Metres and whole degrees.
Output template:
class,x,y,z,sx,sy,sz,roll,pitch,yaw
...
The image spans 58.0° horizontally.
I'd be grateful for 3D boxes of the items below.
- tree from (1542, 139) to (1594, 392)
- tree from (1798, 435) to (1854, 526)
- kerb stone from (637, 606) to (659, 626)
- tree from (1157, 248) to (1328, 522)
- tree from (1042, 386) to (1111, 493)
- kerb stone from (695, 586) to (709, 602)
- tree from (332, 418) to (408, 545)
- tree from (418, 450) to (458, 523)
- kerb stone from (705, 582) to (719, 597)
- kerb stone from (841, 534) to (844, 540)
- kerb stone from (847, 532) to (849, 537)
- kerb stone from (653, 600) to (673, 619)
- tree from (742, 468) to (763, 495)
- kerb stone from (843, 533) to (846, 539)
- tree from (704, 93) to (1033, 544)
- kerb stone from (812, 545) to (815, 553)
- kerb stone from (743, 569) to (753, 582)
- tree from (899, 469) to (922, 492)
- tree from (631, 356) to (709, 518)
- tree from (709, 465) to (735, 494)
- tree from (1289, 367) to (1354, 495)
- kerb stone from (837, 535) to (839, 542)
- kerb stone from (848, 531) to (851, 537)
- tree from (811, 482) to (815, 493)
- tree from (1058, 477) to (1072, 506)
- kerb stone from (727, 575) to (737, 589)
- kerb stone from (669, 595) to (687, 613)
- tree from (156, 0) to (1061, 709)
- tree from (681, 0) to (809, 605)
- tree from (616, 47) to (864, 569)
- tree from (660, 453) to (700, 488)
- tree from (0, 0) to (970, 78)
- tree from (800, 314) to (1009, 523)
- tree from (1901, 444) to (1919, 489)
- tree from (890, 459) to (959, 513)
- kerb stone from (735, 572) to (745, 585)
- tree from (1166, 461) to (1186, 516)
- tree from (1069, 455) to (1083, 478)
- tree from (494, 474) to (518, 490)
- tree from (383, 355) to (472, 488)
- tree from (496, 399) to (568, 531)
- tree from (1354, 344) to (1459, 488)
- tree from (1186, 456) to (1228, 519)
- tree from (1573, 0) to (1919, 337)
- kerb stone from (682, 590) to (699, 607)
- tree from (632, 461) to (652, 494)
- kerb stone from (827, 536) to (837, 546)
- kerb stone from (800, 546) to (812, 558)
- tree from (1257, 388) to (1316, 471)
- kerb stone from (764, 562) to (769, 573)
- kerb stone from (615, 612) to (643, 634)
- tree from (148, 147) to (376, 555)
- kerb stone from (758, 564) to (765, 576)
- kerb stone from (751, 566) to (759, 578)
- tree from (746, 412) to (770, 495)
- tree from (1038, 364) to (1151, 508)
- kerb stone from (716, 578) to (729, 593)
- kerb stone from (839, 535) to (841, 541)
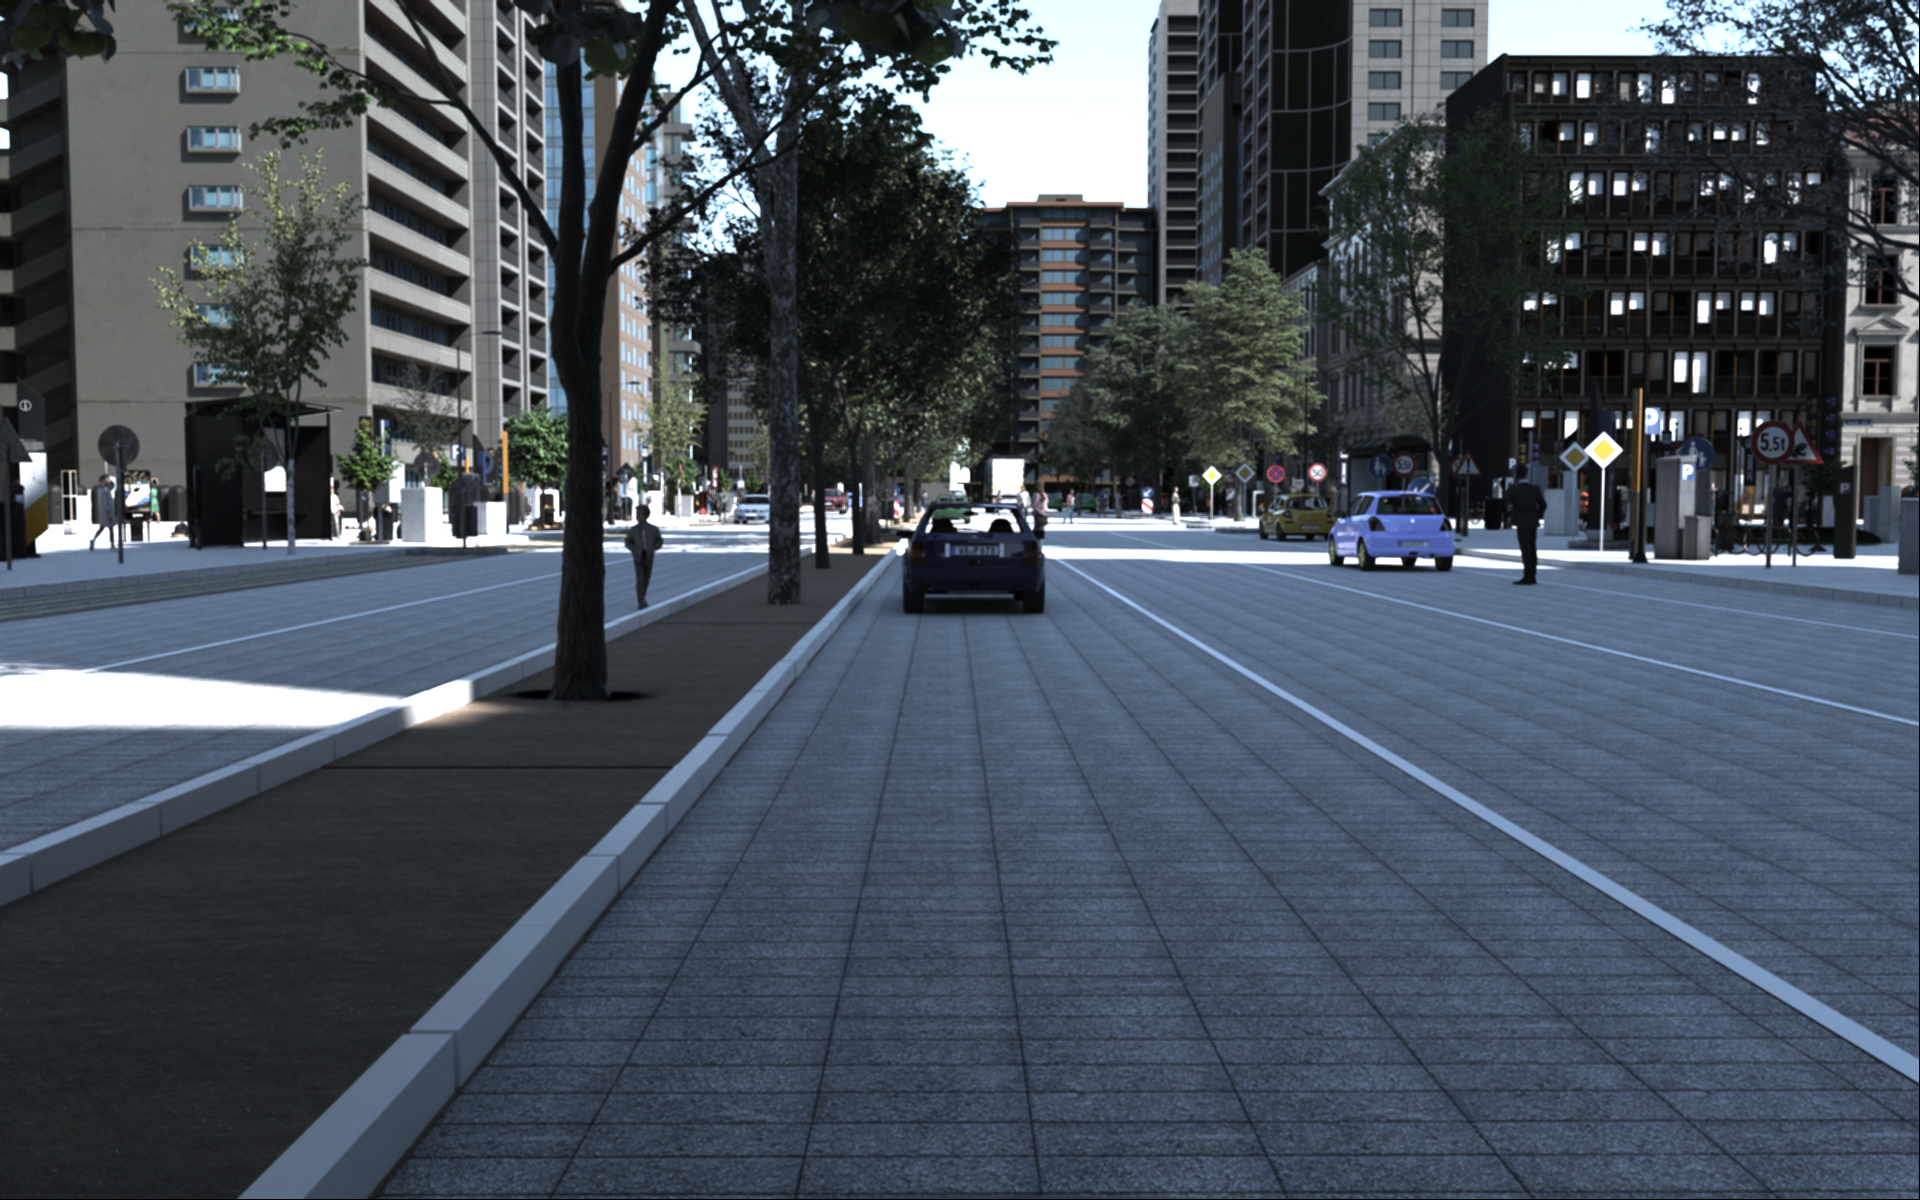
class,x,y,z,sx,sy,sz,roll,pitch,yaw
tree,13.123,-7.414,46.974,9.928,11.665,9.643,0,3,0
tree,26.938,-3.643,54.169,1.663,3.219,1.824,0,3,0
kerb stone,-3.468,0.197,18.973,0.120,0.150,1.000,0,4,0
tree,12.977,-9.886,79.771,7.486,12.596,7.792,0,3,0
tree,12.451,-16.017,180.012,7.486,12.596,7.792,0,3,0
kerb stone,-3.504,-0.054,23.079,0.120,0.150,1.000,0,4,0
tree,-15.174,-3.023,44.028,1.663,3.219,1.824,0,3,0
tree,-22.566,-4.975,75.937,1.663,3.219,1.824,0,3,0
kerb stone,-3.512,-0.117,24.101,0.120,0.150,1.000,0,4,0
kerb stone,-3.715,-1.873,52.823,0.120,0.150,1.000,0,4,0
kerb stone,-3.742,-2.058,55.894,0.120,0.150,1.000,0,4,0
kerb stone,-3.479,0.136,19.995,0.120,0.150,1.000,0,4,0
tree,-15.334,-8.083,126.764,1.663,3.219,1.824,0,3,0
kerb stone,-3.726,-1.935,53.846,0.120,0.150,1.000,0,4,0
tree,-2.631,-7.953,49.504,9.611,12.733,9.660,0,3,0
kerb stone,-3.633,-1.178,41.543,0.120,0.150,1.000,0,4,0
kerb stone,-3.533,-0.366,28.202,0.120,0.150,1.000,0,4,0
tree,-3.250,-11.241,136.611,4.360,8.622,3.978,0,3,0
tree,-15.046,-8.621,91.324,4.737,8.622,4.395,0,3,0
tree,-15.801,-7.370,115.104,1.663,3.219,1.824,0,3,0
tree,20.523,-9.078,98.784,4.360,8.622,3.978,0,3,0
kerb stone,-3.699,-1.747,50.773,0.120,0.150,1.000,0,4,0
kerb stone,-3.756,-2.124,56.919,0.120,0.150,1.000,0,4,0
tree,-16.679,-12.696,202.182,1.663,3.219,1.824,0,3,0
tree,11.735,-11.912,189.359,1.663,3.219,1.824,0,3,0
kerb stone,-3.519,-0.242,26.150,0.120,0.150,1.000,0,4,0
kerb stone,-3.479,0.072,21.017,0.120,0.150,1.000,0,4,0
tree,-2.539,-5.101,11.621,9.928,11.665,9.643,0,3,0
tree,-3.497,-10.053,22.706,12.611,20.169,13.585,0,3,0
tree,-2.610,-5.891,33.192,8.767,10.594,7.601,0,4,0
tree,-21.694,-9.161,133.490,4.285,4.588,4.351,0,3,0
tree,-1.924,-5.627,1.120,9.857,13.997,8.962,0,3,0
tree,-2.652,-10.584,85.879,12.009,13.543,11.850,0,3,0
tree,20.772,-2.557,36.410,1.663,3.219,1.824,0,3,0
tree,-3.186,-12.807,129.978,7.486,12.596,7.792,0,3,0
kerb stone,-3.531,-0.304,27.172,0.120,0.150,1.000,0,4,0
tree,12.685,-6.451,100.073,1.663,3.219,1.824,0,3,0
tree,11.828,-16.996,212.292,7.601,10.594,8.767,-1,4,-14
tree,-28.203,-6.859,106.752,1.663,3.219,1.824,0,3,0
tree,-28.413,-8.680,92.281,4.360,8.622,3.978,0,3,0
tree,-14.457,-4.662,59.931,4.285,4.588,4.351,0,3,0
tree,21.801,-8.167,83.893,4.360,8.622,3.978,0,3,0
tree,12.793,-5.714,88.021,1.663,3.219,1.824,0,3,0
tree,13.584,-6.856,22.468,12.009,13.543,11.850,0,3,0
kerb stone,-3.490,0.010,22.049,0.120,0.150,1.000,0,4,0
tree,-18.650,-6.480,100.555,1.663,3.219,1.824,0,3,0
kerb stone,-3.692,-1.685,49.748,0.120,0.150,1.000,0,4,0
kerb stone,-3.628,-1.121,40.517,0.120,0.150,1.000,0,4,0
tree,21.876,-10.161,116.499,4.737,8.622,4.395,0,3,0
kerb stone,-3.558,-0.556,31.283,0.120,0.150,1.000,0,4,0
kerb stone,-3.465,0.260,17.944,0.120,0.150,1.000,0,4,0
tree,-14.345,-5.263,36.411,4.737,8.622,4.395,0,3,0
kerb stone,-3.555,-0.492,30.250,0.120,0.150,1.000,0,4,0
kerb stone,-3.549,-0.430,29.228,0.120,0.150,1.000,0,4,0
tree,-16.074,-11.932,145.444,4.737,8.622,4.395,0,3,0
tree,12.146,-15.220,159.220,12.009,13.543,11.850,0,3,0
kerb stone,-3.518,-0.179,25.123,0.120,0.150,1.000,0,4,0
kerb stone,-3.712,-1.805,51.800,0.120,0.150,1.000,0,4,0
